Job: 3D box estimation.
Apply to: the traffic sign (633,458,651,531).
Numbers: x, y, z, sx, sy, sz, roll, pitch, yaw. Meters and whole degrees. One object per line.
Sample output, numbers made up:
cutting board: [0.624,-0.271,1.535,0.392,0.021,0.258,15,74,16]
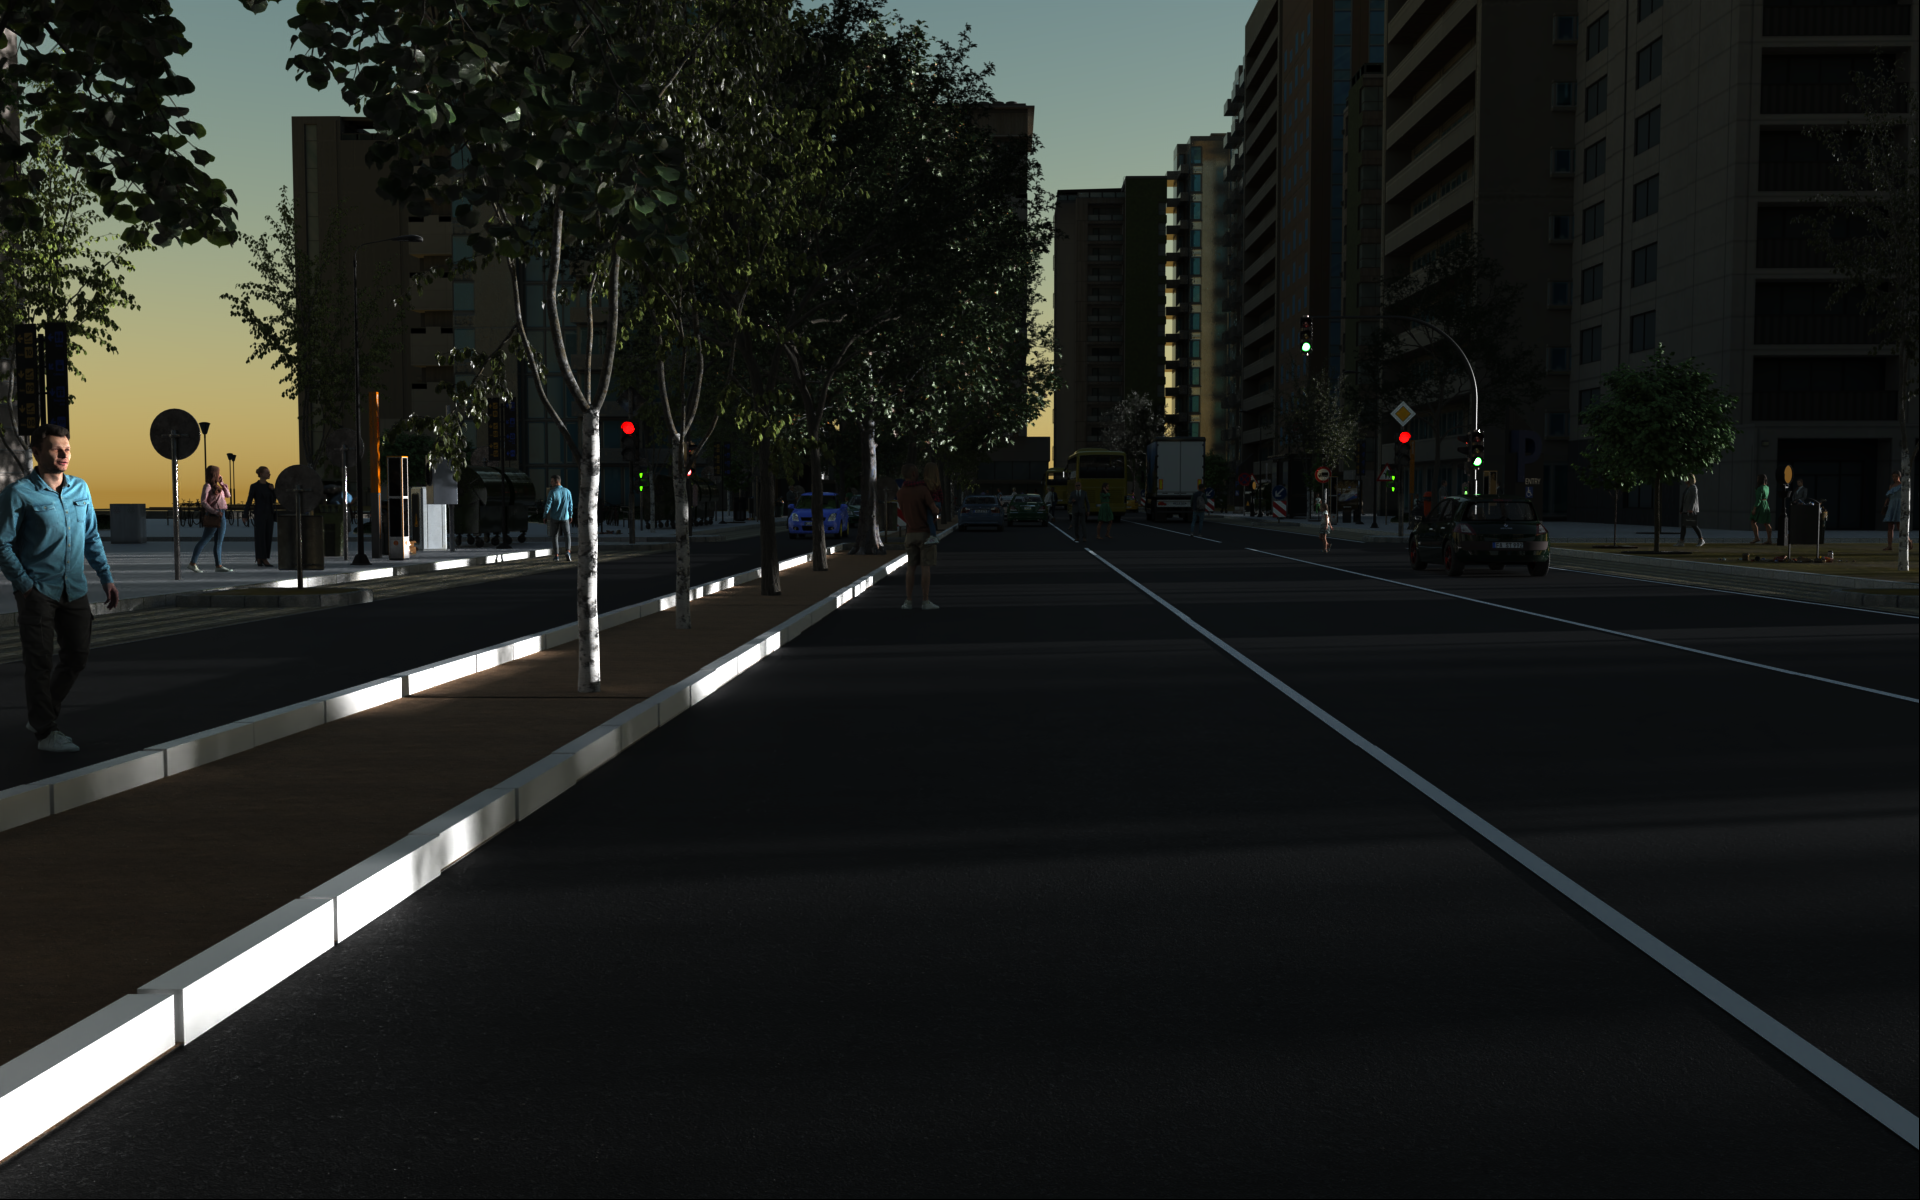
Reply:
traffic sign: [-11.173,-3.707,60.710,0.768,2.556,0.104,1,4,9]

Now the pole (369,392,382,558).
pole: [-11.686,-2.494,34.614,0.158,3.312,0.155,0,3,0]

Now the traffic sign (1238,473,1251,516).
traffic sign: [16.953,-6.306,103.207,0.768,2.556,0.104,1,4,10]

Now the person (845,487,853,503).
person: [-5.968,-5.172,93.313,0.529,1.795,0.600,2,4,30]

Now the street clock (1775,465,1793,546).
street clock: [20.482,-2.355,43.077,0.471,2.002,0.358,-3,4,-38]

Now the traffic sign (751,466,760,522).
traffic sign: [-9.301,-4.861,79.479,0.884,2.594,0.081,0,4,5]

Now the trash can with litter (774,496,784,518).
trash can with litter: [-10.110,-5.073,94.338,1.055,1.170,0.624,0,4,-1]

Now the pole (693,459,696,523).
pole: [-11.736,-5.044,76.317,0.158,3.312,0.155,0,3,0]

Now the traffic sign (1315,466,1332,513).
traffic sign: [16.648,-4.852,79.430,0.768,2.556,0.104,0,4,8]

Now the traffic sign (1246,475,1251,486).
traffic sign: [18.887,-6.875,112.415,0.884,2.594,0.081,0,4,3]

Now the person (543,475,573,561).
person: [-8.548,-1.746,36.903,0.638,1.841,0.748,-1,4,-21]

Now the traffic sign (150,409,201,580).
traffic sign: [-11.699,-1.573,25.828,0.768,2.556,0.104,0,4,3]

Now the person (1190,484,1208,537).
person: [8.063,-3.033,58.436,0.623,1.781,0.721,1,4,17]

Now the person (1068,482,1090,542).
person: [3.588,-2.666,52.271,0.661,1.801,0.590,0,4,7]

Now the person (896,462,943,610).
person: [-0.471,-0.802,21.593,0.580,1.828,0.573,-1,4,-18]

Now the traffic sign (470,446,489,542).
traffic sign: [-12.616,-2.806,45.978,0.768,2.556,0.104,0,4,3]

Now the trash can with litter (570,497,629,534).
trash can with litter: [-11.449,-2.714,55.428,2.233,1.210,1.678,2,4,34]

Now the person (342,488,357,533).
person: [-17.342,-2.436,48.906,0.480,1.755,0.524,1,4,12]

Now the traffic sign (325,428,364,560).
traffic sign: [-11.907,-2.044,33.522,0.768,2.556,0.104,0,4,4]

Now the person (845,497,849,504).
person: [-5.449,-4.402,84.721,0.590,1.304,0.306,1,4,15]

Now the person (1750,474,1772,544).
person: [20.436,-2.315,44.148,0.529,1.795,0.600,3,5,41]

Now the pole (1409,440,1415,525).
pole: [17.179,-4.404,65.851,0.158,3.312,0.155,0,3,0]

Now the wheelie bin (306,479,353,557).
wheelie bin: [-13.008,-1.699,35.692,0.980,1.594,0.693,-2,4,-28]

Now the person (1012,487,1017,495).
person: [3.343,-5.940,105.489,0.818,1.842,0.514,0,4,7]

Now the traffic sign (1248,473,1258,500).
traffic sign: [18.032,-6.542,106.958,0.884,2.594,0.081,1,4,9]

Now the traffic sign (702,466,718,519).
traffic sign: [-11.288,-4.767,78.047,0.768,2.556,0.104,0,4,2]

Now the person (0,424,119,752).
person: [-5.152,-0.078,9.792,0.620,1.820,0.660,1,4,21]

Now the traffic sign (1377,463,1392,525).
traffic sign: [17.678,-4.390,71.773,0.884,2.594,0.081,0,4,4]

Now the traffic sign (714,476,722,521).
traffic sign: [-11.505,-4.984,81.600,0.768,2.556,0.104,0,4,2]

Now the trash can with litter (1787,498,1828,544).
trash can with litter: [21.591,-2.011,44.272,0.624,1.170,1.055,-3,4,-37]

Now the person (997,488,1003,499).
person: [2.556,-6.204,110.032,0.778,1.811,0.616,1,4,13]

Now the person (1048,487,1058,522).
person: [4.701,-4.920,89.121,0.721,1.800,0.419,-1,4,-14]

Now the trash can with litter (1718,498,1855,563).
trash can with litter: [15.682,-1.340,32.969,2.233,1.210,1.678,3,5,42]

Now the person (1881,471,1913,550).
person: [21.236,-2.028,39.288,0.778,1.811,0.616,-1,4,-19]

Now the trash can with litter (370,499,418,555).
trash can with litter: [-11.968,-1.548,36.700,0.624,1.170,1.055,1,4,11]

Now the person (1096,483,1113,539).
person: [4.610,-2.837,55.139,0.529,1.795,0.600,1,4,22]

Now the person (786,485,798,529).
person: [-6.802,-3.797,70.752,0.590,1.801,0.661,1,4,16]

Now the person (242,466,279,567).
person: [-12.380,-1.479,30.654,0.534,1.772,0.576,1,4,12]

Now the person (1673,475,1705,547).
person: [17.822,-2.200,42.203,0.728,1.800,0.709,0,4,1]

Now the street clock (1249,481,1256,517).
street clock: [16.658,-5.754,98.654,0.358,2.002,0.471,3,4,37]

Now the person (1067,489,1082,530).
person: [4.586,-3.707,69.385,0.573,1.790,0.520,1,4,11]

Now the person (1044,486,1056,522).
person: [4.361,-4.649,84.385,0.818,1.842,0.514,-2,4,-24]

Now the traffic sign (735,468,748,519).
traffic sign: [-10.422,-5.021,82.191,0.768,2.556,0.104,0,4,6]

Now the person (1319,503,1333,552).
person: [9.041,-1.783,42.675,0.382,1.210,0.505,0,4,4]

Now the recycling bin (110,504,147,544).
recycling bin: [-21.672,-1.992,45.129,0.722,1.027,0.722,-1,4,-12]

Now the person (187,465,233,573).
person: [-12.321,-1.332,28.412,0.643,1.750,0.593,0,4,-1]

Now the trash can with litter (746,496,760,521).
trash can with litter: [-10.058,-4.519,84.946,1.678,1.210,2.233,0,4,5]

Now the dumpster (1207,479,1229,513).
dumpster: [17.274,-6.968,116.420,1.502,2.255,1.985,0,4,2]
